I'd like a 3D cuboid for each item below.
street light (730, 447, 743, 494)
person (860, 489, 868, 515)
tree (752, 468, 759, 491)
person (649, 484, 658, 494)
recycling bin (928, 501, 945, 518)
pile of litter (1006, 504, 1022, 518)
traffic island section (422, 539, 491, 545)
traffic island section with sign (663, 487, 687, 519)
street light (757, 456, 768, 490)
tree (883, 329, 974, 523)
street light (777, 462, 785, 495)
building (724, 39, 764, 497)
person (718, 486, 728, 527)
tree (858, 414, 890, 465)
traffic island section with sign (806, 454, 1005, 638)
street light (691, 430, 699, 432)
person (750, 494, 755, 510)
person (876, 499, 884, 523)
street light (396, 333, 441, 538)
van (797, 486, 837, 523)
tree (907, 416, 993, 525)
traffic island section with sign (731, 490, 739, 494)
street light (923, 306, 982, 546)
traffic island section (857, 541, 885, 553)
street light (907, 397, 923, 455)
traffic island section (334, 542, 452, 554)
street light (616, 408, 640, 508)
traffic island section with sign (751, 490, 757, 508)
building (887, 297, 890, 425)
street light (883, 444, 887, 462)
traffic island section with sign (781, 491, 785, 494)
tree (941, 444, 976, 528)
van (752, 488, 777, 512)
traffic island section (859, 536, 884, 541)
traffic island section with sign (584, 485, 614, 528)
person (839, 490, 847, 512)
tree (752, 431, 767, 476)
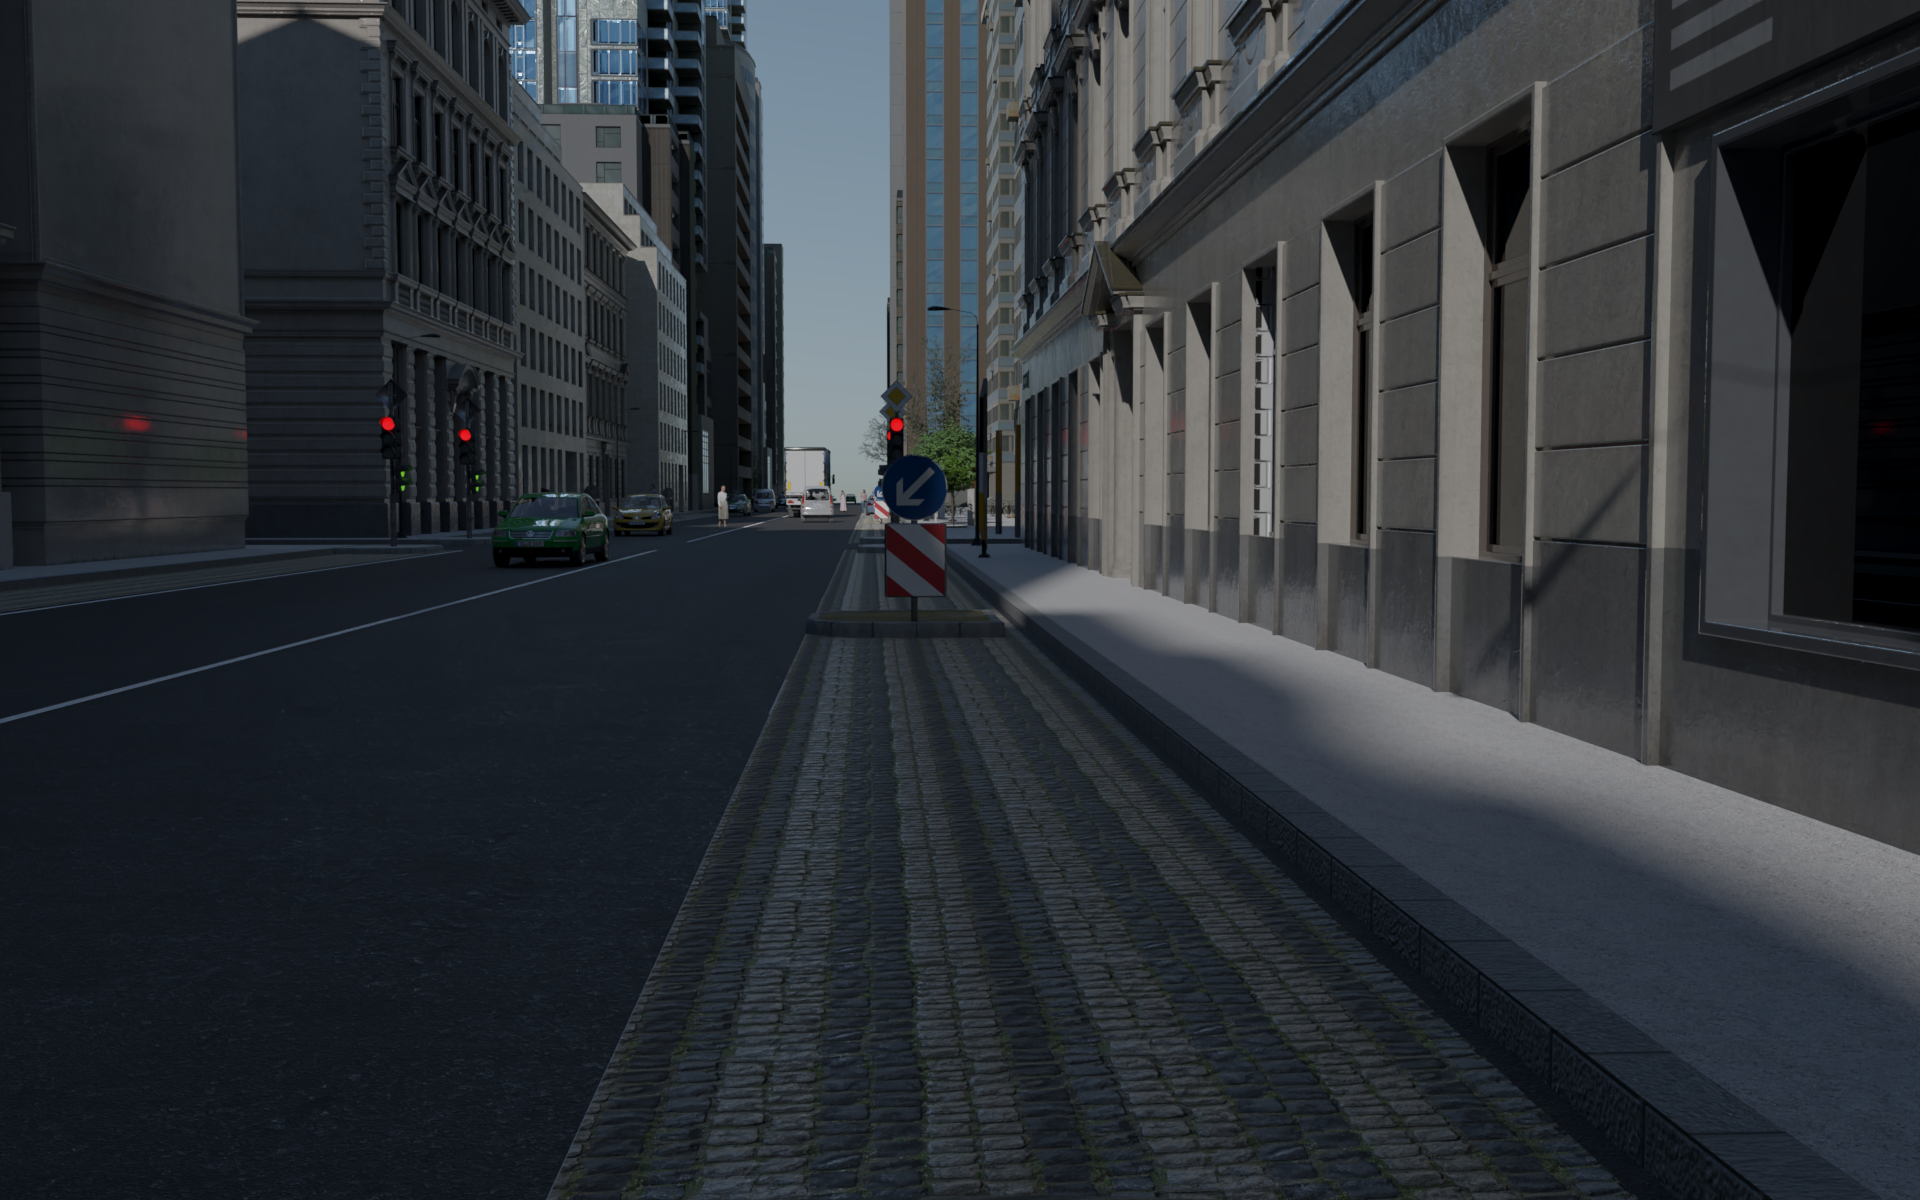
[{"bbox_3d":[-21.843,-12.029,169.214,1.470,5.913,1.316,0,4,-3],"label":"street light"},{"bbox_3d":[-6.576,-6.791,120.125,0.593,1.750,0.643,-3,5,-42],"label":"person"},{"bbox_3d":[-24.110,-12.955,195.522,4.285,4.588,4.351,0,3,0],"label":"tree"},{"bbox_3d":[-11.750,-3.532,66.366,0.853,1.813,0.709,-2,4,-25],"label":"person"},{"bbox_3d":[-1.264,-4.898,92.631,0.722,1.027,0.722,2,4,26],"label":"recycling bin"},{"bbox_3d":[3.045,-4.796,92.371,1.176,0.858,1.719,-1,4,-8],"label":"pile of litter"},{"bbox_3d":[-14.278,-1.716,50.339,2.009,0.180,2.903,0,4,-3],"label":"traffic island section"},{"bbox_3d":[-16.839,-5.597,100.134,1.989,1.847,2.006,0,4,-3],"label":"traffic island section with sign"},{"bbox_3d":[-23.916,-14.494,209.514,1.470,5.913,1.316,0,4,-3],"label":"street light"},{"bbox_3d":[-1.179,-7.782,77.604,4.360,8.622,3.978,0,3,0],"label":"tree"},{"bbox_3d":[-26.070,-17.136,252.712,1.470,5.913,1.316,0,4,-3],"label":"street light"},{"bbox_3d":[-36.704,-41.570,221.660,21.231,58.520,28.212,0,4,-3],"label":"building"},{"bbox_3d":[-10.414,-4.107,75.877,0.478,1.798,0.641,-2,4,-25],"label":"person"},{"bbox_3d":[-7.279,-18.404,211.272,12.009,13.543,11.850,0,3,0],"label":"tree"},{"bbox_3d":[-0.597,-0.578,18.079,1.989,1.847,2.006,0,4,-3],"label":"traffic island section with sign"},{"bbox_3d":[-19.730,-9.415,126.474,1.470,5.913,1.316,0,4,-3],"label":"street light"},{"bbox_3d":[-18.830,-8.941,157.951,1.065,1.426,0.557,-3,5,-40],"label":"person"},{"bbox_3d":[-3.823,-4.591,83.903,0.444,1.785,0.601,-3,5,-42],"label":"person"},{"bbox_3d":[-15.716,-4.750,50.204,1.470,5.913,1.316,0,4,-3],"label":"street light"},{"bbox_3d":[-7.284,-4.970,88.275,2.013,2.044,4.112,0,4,-5],"label":"van"},{"bbox_3d":[-0.237,-5.471,73.164,4.285,4.588,4.351,0,3,0],"label":"tree"},{"bbox_3d":[-19.386,-8.633,149.783,1.989,1.847,2.006,0,4,-3],"label":"traffic island section with sign"},{"bbox_3d":[-0.106,-4.305,42.935,1.470,5.913,1.316,0,4,-3],"label":"street light"},{"bbox_3d":[-1.544,-1.267,42.989,2.009,0.180,2.903,0,4,-3],"label":"traffic island section"},{"bbox_3d":[-2.133,-6.699,82.066,1.470,5.913,1.316,0,4,-3],"label":"street light"},{"bbox_3d":[-13.870,-1.228,42.364,2.009,0.180,2.903,0,4,-3],"label":"traffic island section"},{"bbox_3d":[-17.868,-7.373,93.086,1.470,5.913,1.316,0,4,-3],"label":"street light"},{"bbox_3d":[-20.789,-10.310,177.189,1.989,1.847,2.006,0,4,-3],"label":"traffic island section with sign"},{"bbox_3d":[-3.706,-29.497,253.974,14.160,30.474,14.107,0,4,-3],"label":"building"},{"bbox_3d":[-6.068,-11.429,159.404,1.470,5.913,1.316,0,4,-3],"label":"street light"},{"bbox_3d":[-23.599,-13.670,232.125,1.989,1.847,2.006,0,4,-3],"label":"traffic island section with sign"},{"bbox_3d":[-0.335,-4.377,66.163,1.663,3.219,1.824,0,3,0],"label":"tree"},{"bbox_3d":[-15.521,-7.986,137.580,2.013,2.044,4.112,0,4,-4],"label":"van"},{"bbox_3d":[-1.953,-1.754,50.964,2.009,0.180,2.903,0,4,-3],"label":"traffic island section"},{"bbox_3d":[-15.425,-3.909,72.544,1.989,1.847,2.006,0,4,-3],"label":"traffic island section with sign"},{"bbox_3d":[-9.300,-7.833,137.232,0.621,1.740,0.551,0,4,1],"label":"person"},{"bbox_3d":[-24.381,-15.322,200.883,4.360,8.622,3.978,0,3,0],"label":"tree"}]
